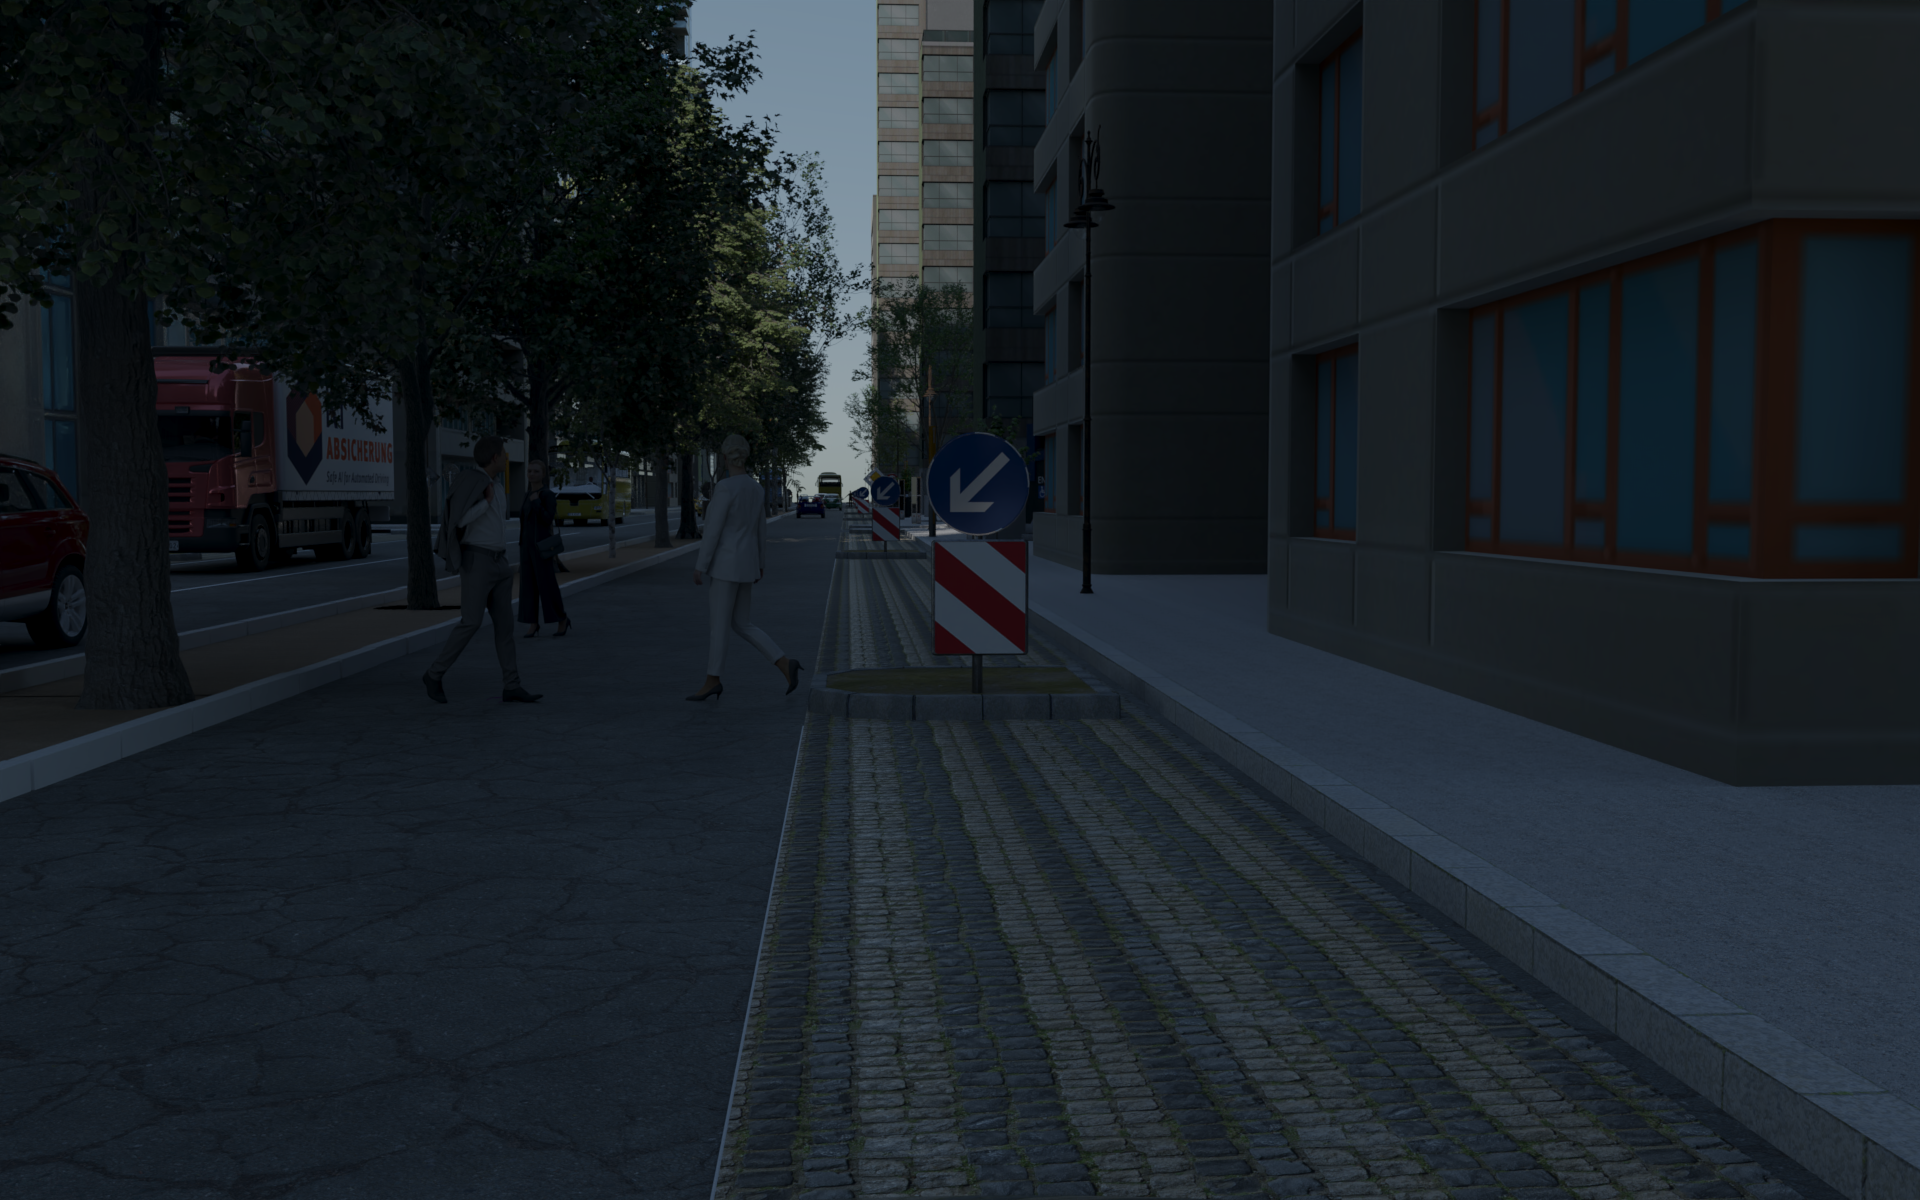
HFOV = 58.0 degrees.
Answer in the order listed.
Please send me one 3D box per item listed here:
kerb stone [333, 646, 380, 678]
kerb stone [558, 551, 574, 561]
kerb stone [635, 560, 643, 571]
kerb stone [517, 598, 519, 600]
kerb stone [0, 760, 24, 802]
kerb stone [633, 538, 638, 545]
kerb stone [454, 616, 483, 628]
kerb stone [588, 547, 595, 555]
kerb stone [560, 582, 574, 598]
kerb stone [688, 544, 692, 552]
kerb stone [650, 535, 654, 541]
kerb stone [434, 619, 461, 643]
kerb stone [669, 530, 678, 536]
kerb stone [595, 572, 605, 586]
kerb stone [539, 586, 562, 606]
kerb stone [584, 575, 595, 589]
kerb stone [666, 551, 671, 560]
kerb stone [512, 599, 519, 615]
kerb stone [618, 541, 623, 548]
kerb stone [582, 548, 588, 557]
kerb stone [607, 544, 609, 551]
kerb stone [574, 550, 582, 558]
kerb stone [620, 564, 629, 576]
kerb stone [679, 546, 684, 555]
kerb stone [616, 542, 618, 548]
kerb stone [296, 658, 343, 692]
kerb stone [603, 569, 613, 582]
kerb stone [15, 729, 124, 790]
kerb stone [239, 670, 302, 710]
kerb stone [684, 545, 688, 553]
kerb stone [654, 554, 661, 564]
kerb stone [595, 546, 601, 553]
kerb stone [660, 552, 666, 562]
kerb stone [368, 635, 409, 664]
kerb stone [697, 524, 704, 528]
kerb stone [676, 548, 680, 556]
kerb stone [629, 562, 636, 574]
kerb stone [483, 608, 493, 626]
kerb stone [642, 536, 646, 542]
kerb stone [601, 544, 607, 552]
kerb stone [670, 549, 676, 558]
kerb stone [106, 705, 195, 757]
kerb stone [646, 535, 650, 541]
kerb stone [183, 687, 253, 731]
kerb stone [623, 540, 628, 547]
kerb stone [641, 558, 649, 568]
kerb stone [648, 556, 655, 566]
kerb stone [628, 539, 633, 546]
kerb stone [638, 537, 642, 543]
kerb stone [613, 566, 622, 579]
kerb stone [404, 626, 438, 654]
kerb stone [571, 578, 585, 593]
[{"bbox_3d":[-4.900,0.507,13.976,0.120,0.150,1.000,0,4,-4],"label":"kerb stone"},{"bbox_3d":[-8.524,-0.928,37.383,0.120,0.150,1.000,0,4,-4],"label":"kerb stone"},{"bbox_3d":[-6.098,-0.620,32.391,0.120,0.150,1.000,0,4,-4],"label":"kerb stone"},{"bbox_3d":[-5.369,0.066,21.118,0.120,0.150,1.000,0,4,-4],"label":"kerb stone"},{"bbox_3d":[-4.508,0.878,7.847,0.120,0.150,1.000,0,4,-4],"label":"kerb stone"},{"bbox_3d":[-9.246,-1.614,48.621,0.120,0.150,1.000,0,4,-4],"label":"kerb stone"},{"bbox_3d":[-5.167,0.253,18.056,0.120,0.150,1.000,0,4,-4],"label":"kerb stone"},{"bbox_3d":[-8.728,-1.111,40.454,0.120,0.150,1.000,0,4,-4],"label":"kerb stone"},{"bbox_3d":[-5.562,-0.116,24.191,0.120,0.150,1.000,0,4,-4],"label":"kerb stone"},{"bbox_3d":[-6.755,-1.249,42.612,0.120,0.150,1.000,0,4,-4],"label":"kerb stone"},{"bbox_3d":[-9.517,-1.867,52.715,0.120,0.150,1.000,0,4,-4],"label":"kerb stone"},{"bbox_3d":[-5.099,0.321,17.036,0.120,0.150,1.000,0,4,-4],"label":"kerb stone"},{"bbox_3d":[-10.052,-2.367,60.888,0.120,0.150,1.000,0,4,-4],"label":"kerb stone"},{"bbox_3d":[-5.760,-0.305,27.268,0.120,0.150,1.000,0,4,-4],"label":"kerb stone"},{"bbox_3d":[-5.507,-0.059,23.166,0.120,0.150,1.000,0,4,-4],"label":"kerb stone"},{"bbox_3d":[-5.699,-0.247,26.240,0.120,0.150,1.000,0,4,-4],"label":"kerb stone"},{"bbox_3d":[-6.429,-0.932,37.502,0.120,0.150,1.000,0,4,-4],"label":"kerb stone"},{"bbox_3d":[-5.299,0.128,20.098,0.120,0.150,1.000,0,4,-4],"label":"kerb stone"},{"bbox_3d":[-9.059,-1.426,45.557,0.120,0.150,1.000,0,4,-4],"label":"kerb stone"},{"bbox_3d":[-8.659,-1.052,39.429,0.120,0.150,1.000,0,4,-4],"label":"kerb stone"},{"bbox_3d":[-8.925,-1.298,43.518,0.120,0.150,1.000,0,4,-4],"label":"kerb stone"},{"bbox_3d":[-8.587,-0.992,38.409,0.120,0.150,1.000,0,4,-4],"label":"kerb stone"},{"bbox_3d":[-5.961,-0.497,30.338,0.120,0.150,1.000,0,4,-4],"label":"kerb stone"},{"bbox_3d":[-6.623,-1.118,40.566,0.120,0.150,1.000,0,4,-4],"label":"kerb stone"},{"bbox_3d":[-8.987,-1.366,44.538,0.120,0.150,1.000,0,4,-4],"label":"kerb stone"},{"bbox_3d":[-4.842,0.575,12.956,0.120,0.150,1.000,0,4,-4],"label":"kerb stone"},{"bbox_3d":[-5.832,-0.373,28.288,0.120,0.150,1.000,0,4,-4],"label":"kerb stone"},{"bbox_3d":[-4.567,0.815,8.867,0.120,0.150,1.000,0,4,-4],"label":"kerb stone"},{"bbox_3d":[-4.773,0.628,11.935,0.120,0.150,1.000,0,4,-4],"label":"kerb stone"},{"bbox_3d":[-6.696,-1.180,41.590,0.120,0.150,1.000,0,4,-4],"label":"kerb stone"},{"bbox_3d":[-6.296,-0.805,35.455,0.120,0.150,1.000,0,4,-4],"label":"kerb stone"},{"bbox_3d":[-8.795,-1.179,41.473,0.120,0.150,1.000,0,4,-4],"label":"kerb stone"},{"bbox_3d":[-6.354,-0.873,36.476,0.120,0.150,1.000,0,4,-4],"label":"kerb stone"},{"bbox_3d":[-4.981,0.442,14.995,0.120,0.150,1.000,0,4,-4],"label":"kerb stone"},{"bbox_3d":[-10.817,-3.089,72.737,0.120,0.150,1.000,0,4,-4],"label":"kerb stone"},{"bbox_3d":[-6.556,-1.058,39.545,0.120,0.150,1.000,0,4,-4],"label":"kerb stone"},{"bbox_3d":[-6.028,-0.561,31.365,0.120,0.150,1.000,0,4,-4],"label":"kerb stone"},{"bbox_3d":[-5.238,0.192,19.076,0.120,0.150,1.000,0,4,-4],"label":"kerb stone"},{"bbox_3d":[-9.384,-1.741,50.661,0.120,0.150,1.000,0,4,-4],"label":"kerb stone"},{"bbox_3d":[-8.859,-1.239,42.494,0.120,0.150,1.000,0,4,-4],"label":"kerb stone"},{"bbox_3d":[-6.493,-0.999,38.523,0.120,0.150,1.000,0,4,-4],"label":"kerb stone"},{"bbox_3d":[-4.636,0.753,9.887,0.120,0.150,1.000,0,4,-4],"label":"kerb stone"},{"bbox_3d":[-9.452,-1.804,51.690,0.120,0.150,1.000,0,4,-4],"label":"kerb stone"},{"bbox_3d":[-4.705,0.693,10.914,0.120,0.150,1.000,0,4,-4],"label":"kerb stone"},{"bbox_3d":[-9.126,-1.491,46.579,0.120,0.150,1.000,0,4,-4],"label":"kerb stone"},{"bbox_3d":[-6.165,-0.681,33.411,0.120,0.150,1.000,0,4,-4],"label":"kerb stone"},{"bbox_3d":[-6.231,-0.744,34.431,0.120,0.150,1.000,0,4,-4],"label":"kerb stone"},{"bbox_3d":[-9.180,-1.551,47.600,0.120,0.150,1.000,0,4,-4],"label":"kerb stone"},{"bbox_3d":[-9.315,-1.679,49.641,0.120,0.150,1.000,0,4,-4],"label":"kerb stone"},{"bbox_3d":[-5.898,-0.436,29.318,0.120,0.150,1.000,0,4,-4],"label":"kerb stone"},{"bbox_3d":[-5.034,0.378,16.016,0.120,0.150,1.000,0,4,-4],"label":"kerb stone"},{"bbox_3d":[-5.636,-0.185,25.218,0.120,0.150,1.000,0,4,-4],"label":"kerb stone"}]
